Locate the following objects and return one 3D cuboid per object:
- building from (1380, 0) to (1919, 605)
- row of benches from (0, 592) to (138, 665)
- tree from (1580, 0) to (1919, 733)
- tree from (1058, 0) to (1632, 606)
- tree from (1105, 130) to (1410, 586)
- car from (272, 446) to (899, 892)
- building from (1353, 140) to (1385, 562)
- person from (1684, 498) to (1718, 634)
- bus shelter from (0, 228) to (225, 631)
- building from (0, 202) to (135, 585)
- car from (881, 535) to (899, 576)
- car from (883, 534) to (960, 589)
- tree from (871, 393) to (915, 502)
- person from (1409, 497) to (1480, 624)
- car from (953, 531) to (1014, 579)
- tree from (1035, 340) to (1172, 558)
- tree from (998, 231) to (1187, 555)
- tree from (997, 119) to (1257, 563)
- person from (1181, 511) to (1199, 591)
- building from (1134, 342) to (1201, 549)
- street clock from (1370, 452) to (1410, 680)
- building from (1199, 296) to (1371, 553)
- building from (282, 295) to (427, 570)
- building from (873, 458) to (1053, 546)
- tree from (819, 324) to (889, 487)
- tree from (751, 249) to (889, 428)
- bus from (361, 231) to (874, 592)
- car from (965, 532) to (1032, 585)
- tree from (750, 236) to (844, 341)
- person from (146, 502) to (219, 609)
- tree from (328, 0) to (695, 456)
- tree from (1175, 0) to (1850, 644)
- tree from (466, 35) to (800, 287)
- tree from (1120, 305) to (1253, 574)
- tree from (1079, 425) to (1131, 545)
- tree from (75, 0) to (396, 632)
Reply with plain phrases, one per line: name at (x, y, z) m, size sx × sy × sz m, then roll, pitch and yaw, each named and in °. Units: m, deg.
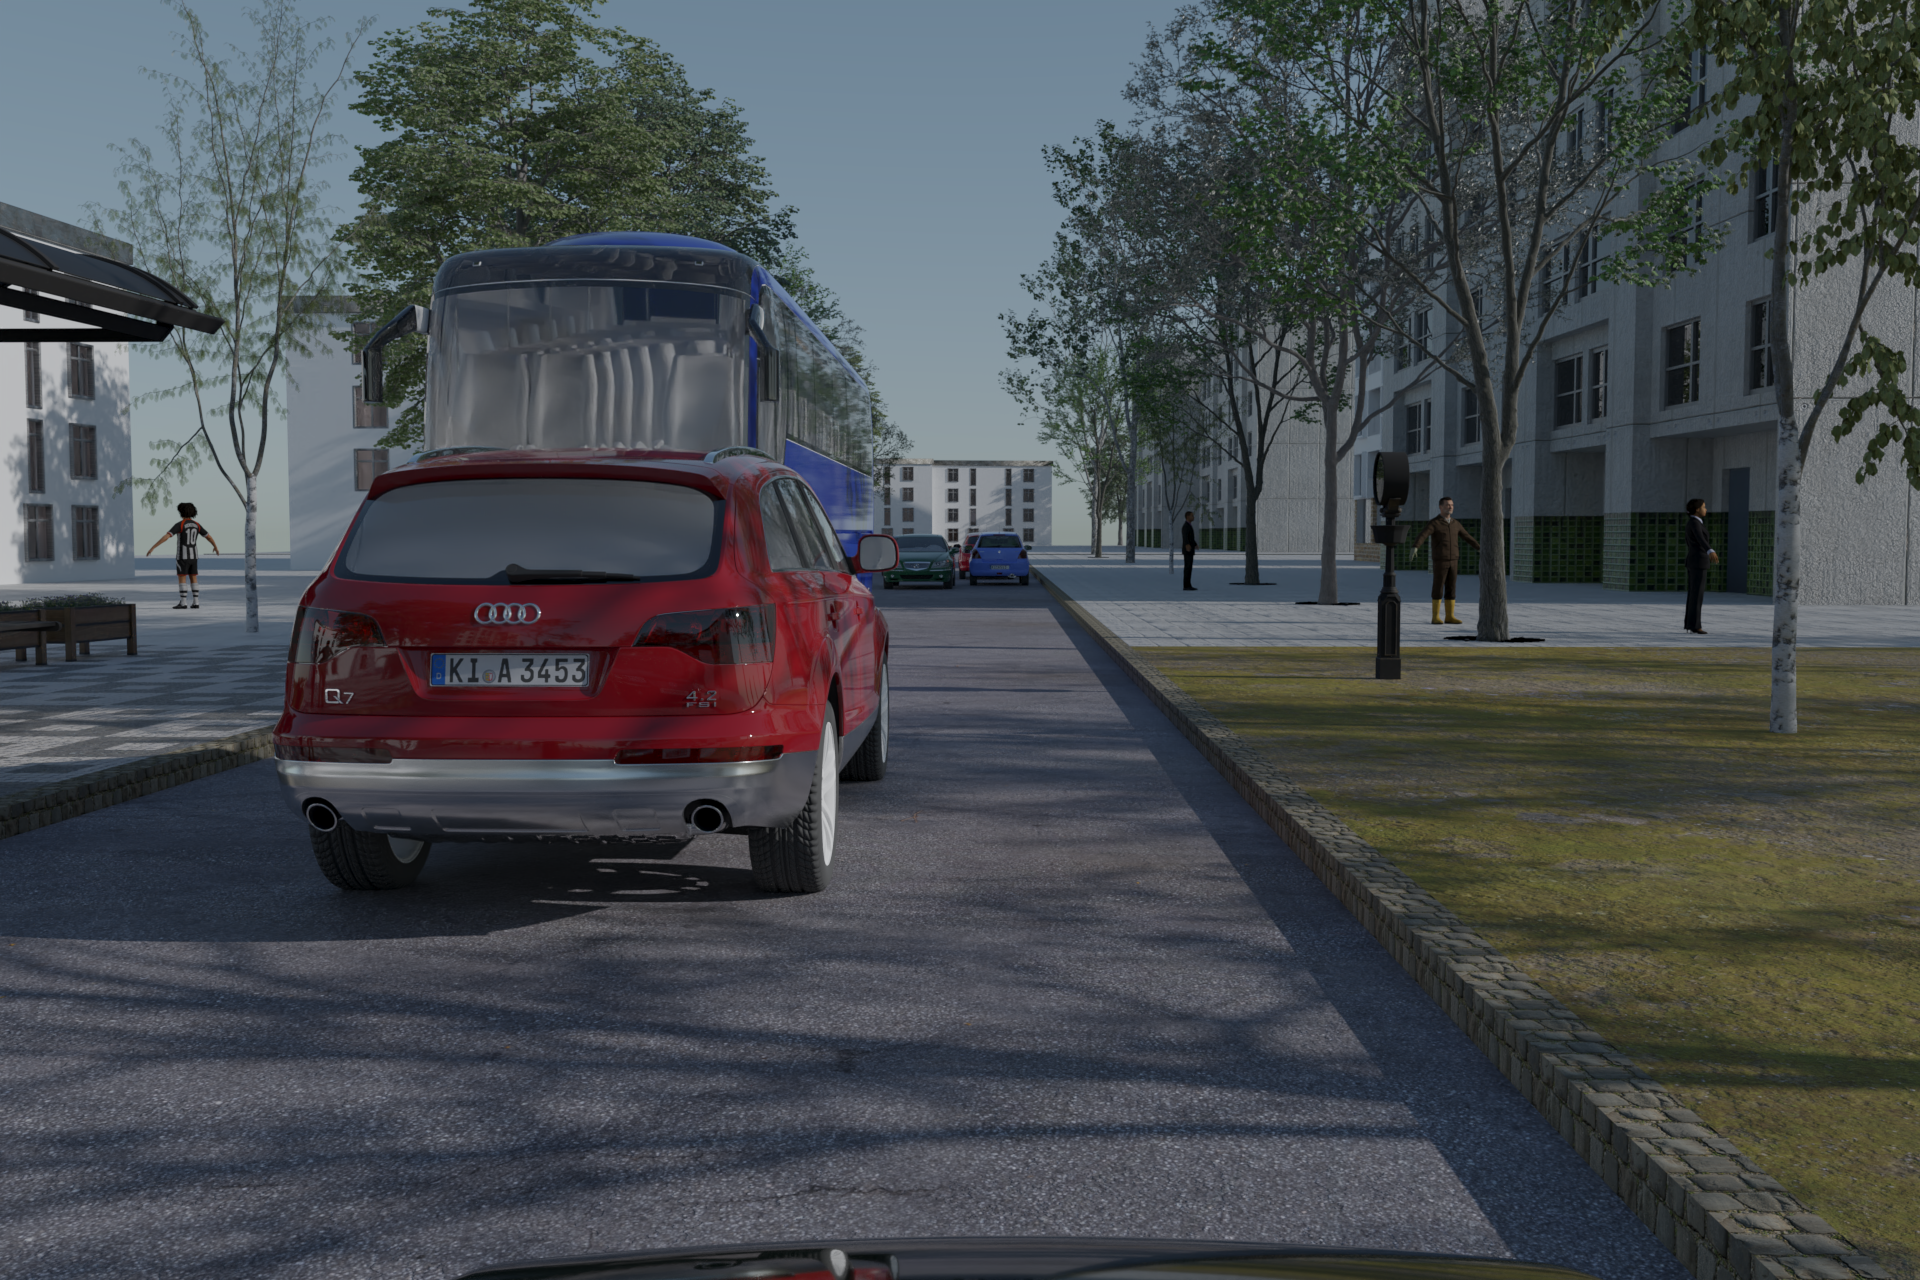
building at (23.373, -10.998, 46.280) m, size 16.747 × 18.905 × 31.486 m, roll 0°, pitch 4°, yaw 1°
row of benches at (-9.332, -0.068, 16.582) m, size 1.422 × 0.672 × 4.104 m, roll 1°, pitch 4°, yaw 9°
tree at (5.515, -3.697, 10.807) m, size 4.737 × 8.622 × 4.395 m, roll 0°, pitch 3°, yaw 0°
tree at (6.800, -7.384, 31.095) m, size 12.009 × 13.543 × 11.850 m, roll 0°, pitch 3°, yaw 0°
tree at (7.412, -7.207, 43.597) m, size 9.928 × 11.665 × 9.643 m, roll 0°, pitch 3°, yaw 0°
car at (-1.479, 0.011, 8.488) m, size 2.281 × 1.827 × 5.304 m, roll 0°, pitch 4°, yaw 2°
building at (23.953, -13.758, 81.359) m, size 16.016 × 20.090 × 11.380 m, roll 0°, pitch 4°, yaw 1°
person at (9.544, -0.950, 22.260) m, size 0.721 × 1.740 × 1.216 m, roll 1°, pitch 4°, yaw 12°
bus shelter at (-6.533, -0.993, 10.153) m, size 2.014 × 3.302 × 5.546 m, roll 0°, pitch 4°, yaw 2°
building at (-25.241, -5.766, 36.423) m, size 9.099 × 9.664 × 28.070 m, roll 0°, pitch 4°, yaw 2°
car at (-1.793, -2.992, 60.929) m, size 2.014 × 1.417 × 4.499 m, roll 0°, pitch 4°, yaw 1°
car at (-1.063, -2.132, 46.662) m, size 2.131 × 1.459 × 4.920 m, roll 0°, pitch 4°, yaw 1°
tree at (-7.172, -10.431, 104.952) m, size 8.767 × 10.594 × 7.601 m, roll -1°, pitch 4°, yaw -13°
person at (6.913, -1.131, 24.624) m, size 1.346 × 1.812 × 0.704 m, roll -1°, pitch 4°, yaw -22°
car at (0.849, -2.897, 56.407) m, size 2.155 × 1.783 × 4.494 m, roll 0°, pitch 4°, yaw 0°
tree at (7.553, -10.231, 93.036) m, size 9.928 × 11.665 × 9.643 m, roll 0°, pitch 3°, yaw 0°
tree at (8.222, -15.400, 107.680) m, size 12.611 × 20.169 × 13.585 m, roll 0°, pitch 3°, yaw 0°
tree at (8.110, -13.568, 77.729) m, size 12.611 × 20.169 × 13.585 m, roll 0°, pitch 3°, yaw 0°
person at (5.236, -2.032, 39.456) m, size 0.704 × 1.802 × 1.346 m, roll 1°, pitch 4°, yaw 16°
building at (26.387, -18.454, 168.178) m, size 16.747 × 18.905 × 31.486 m, roll 0°, pitch 4°, yaw 1°
street clock at (3.794, -0.656, 15.293) m, size 0.358 × 2.002 × 0.471 m, roll 0°, pitch 4°, yaw 2°
building at (29.072, -16.427, 135.038) m, size 16.747 × 18.905 × 31.486 m, roll 0°, pitch 4°, yaw 1°
building at (-22.832, -8.133, 75.115) m, size 9.099 × 9.664 × 28.070 m, roll 0°, pitch 4°, yaw 1°
building at (-3.536, -15.231, 193.627) m, size 28.070 × 9.664 × 9.099 m, roll 0°, pitch 4°, yaw -7°
tree at (-7.628, -10.759, 94.040) m, size 7.486 × 12.596 × 7.792 m, roll 0°, pitch 3°, yaw 0°
tree at (-8.049, -10.022, 74.231) m, size 12.009 × 13.543 × 11.850 m, roll 0°, pitch 3°, yaw 0°
bus at (-2.578, -1.620, 18.029) m, size 2.896 × 3.916 × 12.251 m, roll 0°, pitch 4°, yaw 1°
car at (1.103, -2.444, 49.552) m, size 1.945 × 1.707 × 3.694 m, roll 0°, pitch 4°, yaw 0°
tree at (-7.831, -8.283, 61.176) m, size 9.928 × 11.665 × 9.643 m, roll 0°, pitch 3°, yaw 0°
person at (-13.256, -1.439, 29.668) m, size 0.704 × 1.843 × 1.345 m, roll 2°, pitch 4°, yaw 32°
tree at (-8.598, -7.063, 33.603) m, size 7.486 × 12.596 × 7.792 m, roll 0°, pitch 3°, yaw 0°
tree at (6.430, -5.800, 20.584) m, size 9.928 × 11.665 × 9.643 m, roll 0°, pitch 3°, yaw 0°
tree at (-8.778, -8.531, 46.134) m, size 9.857 × 13.997 × 8.962 m, roll 0°, pitch 3°, yaw 0°
tree at (6.758, -6.453, 55.869) m, size 4.360 × 8.622 × 3.978 m, roll 0°, pitch 3°, yaw 0°
tree at (18.180, -17.624, 194.807) m, size 9.857 × 13.997 × 8.962 m, roll 0°, pitch 3°, yaw 0°
tree at (-9.169, -4.392, 22.167) m, size 4.360 × 8.622 × 3.978 m, roll 0°, pitch 3°, yaw 0°
